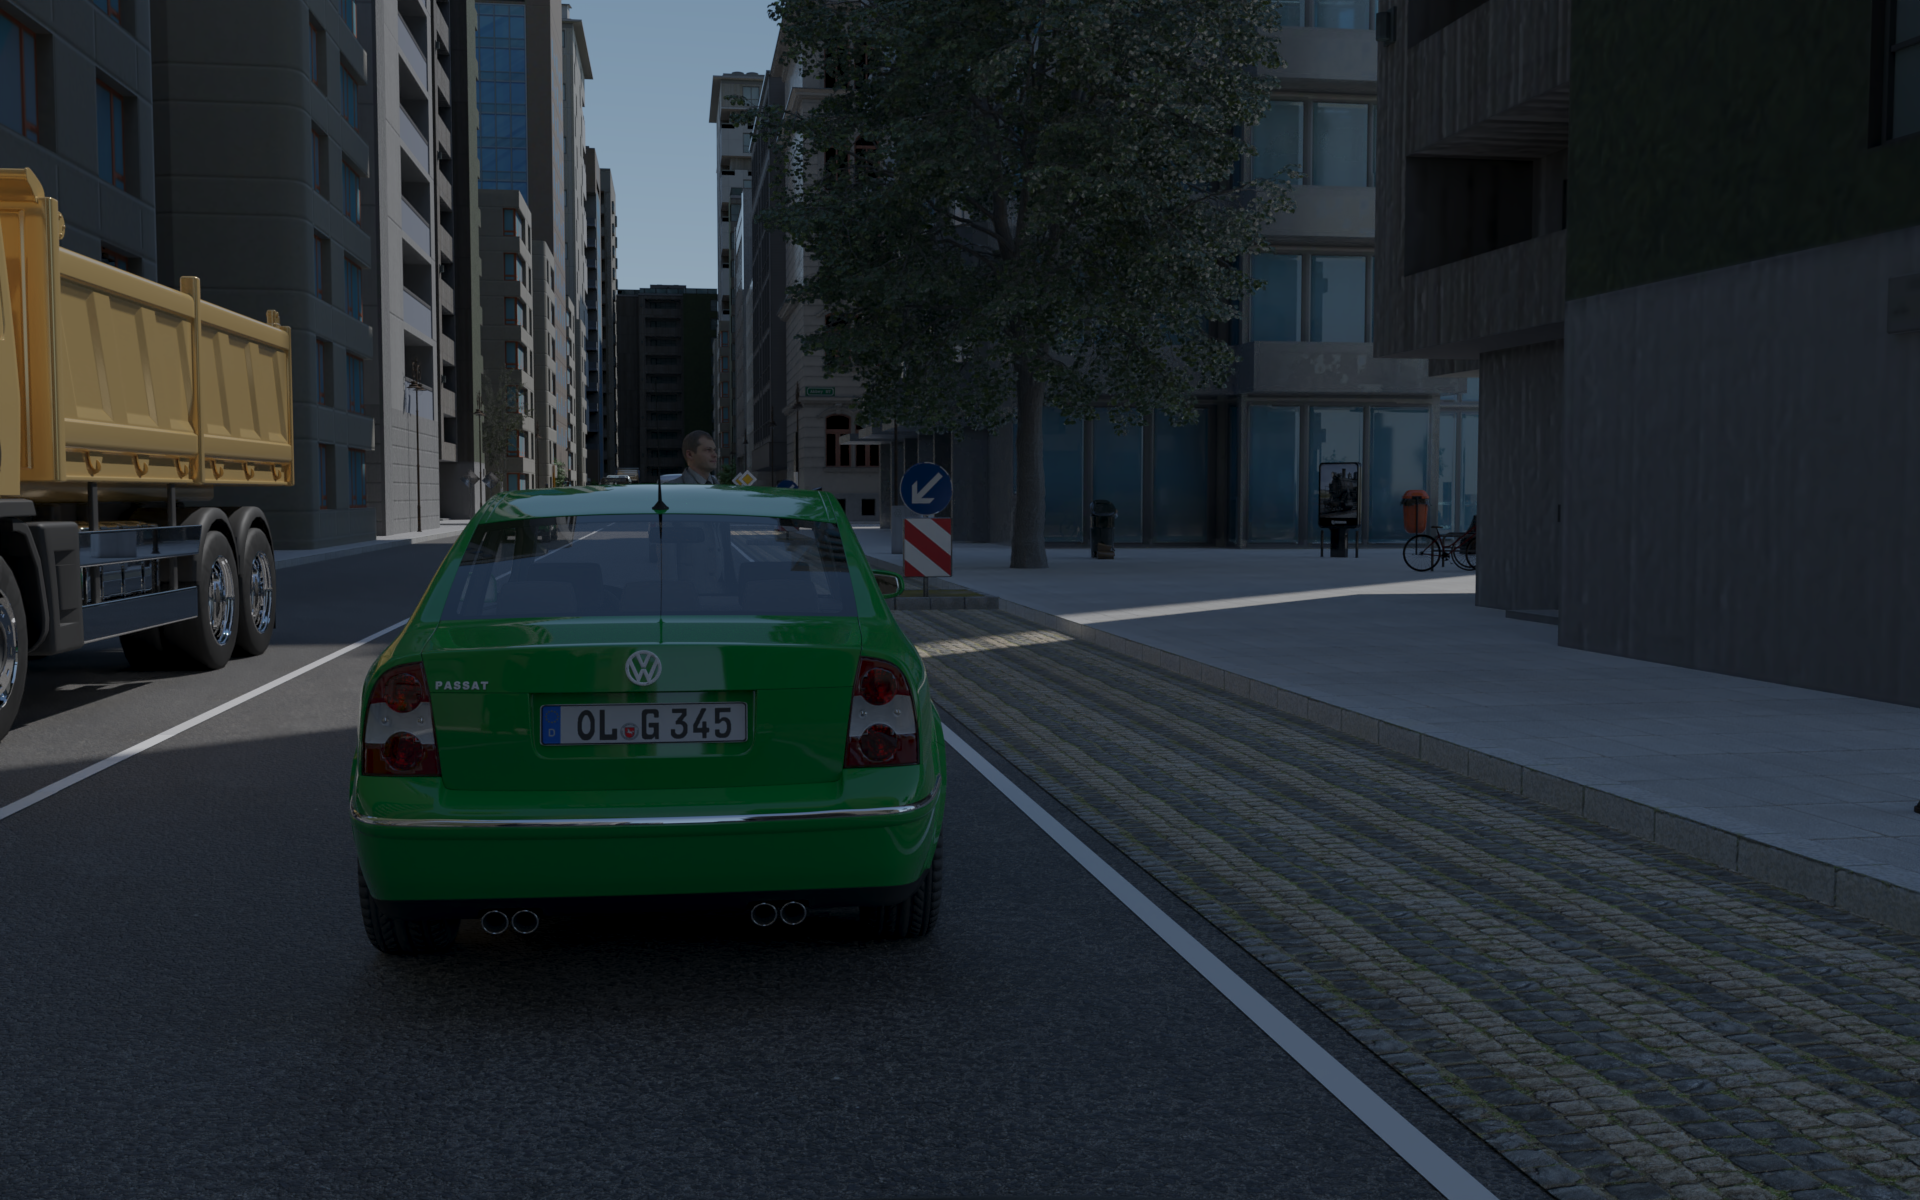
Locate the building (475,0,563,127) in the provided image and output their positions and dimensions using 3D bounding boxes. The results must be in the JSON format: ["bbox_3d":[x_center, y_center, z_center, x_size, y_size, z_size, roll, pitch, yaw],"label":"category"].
[{"bbox_3d":[-39.494,-29.972,140.151,14.600,45.320,14.200,-1,4,-9],"label":"building"}]

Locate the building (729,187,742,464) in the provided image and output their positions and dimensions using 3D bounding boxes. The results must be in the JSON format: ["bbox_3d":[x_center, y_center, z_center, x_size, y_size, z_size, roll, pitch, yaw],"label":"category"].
[{"bbox_3d":[-15.099,-24.139,166.380,14.160,30.474,14.107,-1,4,-9],"label":"building"}]

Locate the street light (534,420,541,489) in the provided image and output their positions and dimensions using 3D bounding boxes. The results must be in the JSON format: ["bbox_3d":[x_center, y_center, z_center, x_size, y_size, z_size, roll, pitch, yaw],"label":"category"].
[{"bbox_3d":[-26.508,-8.321,108.843,0.468,5.910,1.993,-1,4,-9],"label":"street light"}]

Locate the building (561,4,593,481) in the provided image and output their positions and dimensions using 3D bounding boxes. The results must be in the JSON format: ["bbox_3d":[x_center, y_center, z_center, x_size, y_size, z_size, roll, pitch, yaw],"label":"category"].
[{"bbox_3d":[-55.167,-36.758,190.230,28.713,52.752,27.495,-1,4,-9],"label":"building"}]

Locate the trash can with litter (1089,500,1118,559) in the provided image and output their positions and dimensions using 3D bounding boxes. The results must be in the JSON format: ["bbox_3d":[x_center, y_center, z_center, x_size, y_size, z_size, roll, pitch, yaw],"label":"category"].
[{"bbox_3d":[2.913,-1.409,34.422,0.624,1.170,1.055,0,4,-5],"label":"trash can with litter"}]

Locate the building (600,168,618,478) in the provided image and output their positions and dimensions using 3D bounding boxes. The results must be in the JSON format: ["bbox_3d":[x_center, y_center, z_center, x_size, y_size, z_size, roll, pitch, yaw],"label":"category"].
[{"bbox_3d":[-59.105,-37.874,242.945,21.600,48.544,21.300,-1,4,-9],"label":"building"}]

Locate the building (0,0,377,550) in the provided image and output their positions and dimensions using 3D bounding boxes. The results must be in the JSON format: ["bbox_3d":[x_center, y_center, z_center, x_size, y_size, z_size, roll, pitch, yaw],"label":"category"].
[{"bbox_3d":[-27.627,-11.394,31.336,27.650,21.520,28.899,-1,4,-9],"label":"building"}]

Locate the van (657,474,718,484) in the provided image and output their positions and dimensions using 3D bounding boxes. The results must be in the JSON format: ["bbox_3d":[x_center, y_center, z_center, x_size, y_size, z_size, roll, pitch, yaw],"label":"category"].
[{"bbox_3d":[-5.903,-1.878,37.718,2.013,2.044,4.112,-1,4,-8],"label":"van"}]

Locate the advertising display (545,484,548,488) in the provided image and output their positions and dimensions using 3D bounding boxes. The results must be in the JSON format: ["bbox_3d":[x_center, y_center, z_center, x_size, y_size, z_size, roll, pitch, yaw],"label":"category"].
[{"bbox_3d":[-26.053,-6.358,109.171,0.123,1.923,0.974,-1,4,-18],"label":"advertising display"}]

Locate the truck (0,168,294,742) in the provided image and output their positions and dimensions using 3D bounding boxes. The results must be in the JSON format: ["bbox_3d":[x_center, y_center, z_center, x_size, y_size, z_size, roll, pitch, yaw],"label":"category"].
[{"bbox_3d":[-6.944,-0.959,11.602,3.469,3.379,9.791,0,4,-8],"label":"truck"}]

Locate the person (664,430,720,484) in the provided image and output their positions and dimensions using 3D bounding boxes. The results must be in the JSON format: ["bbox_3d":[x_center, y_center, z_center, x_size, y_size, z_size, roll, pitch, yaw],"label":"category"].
[{"bbox_3d":[-1.551,-0.109,10.376,0.767,1.812,0.694,2,4,29],"label":"person"}]

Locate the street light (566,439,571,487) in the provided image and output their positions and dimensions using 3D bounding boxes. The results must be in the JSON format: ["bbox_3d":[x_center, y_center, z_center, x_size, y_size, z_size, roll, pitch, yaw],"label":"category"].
[{"bbox_3d":[-31.816,-10.274,140.774,0.468,5.910,1.993,-1,4,-9],"label":"street light"}]

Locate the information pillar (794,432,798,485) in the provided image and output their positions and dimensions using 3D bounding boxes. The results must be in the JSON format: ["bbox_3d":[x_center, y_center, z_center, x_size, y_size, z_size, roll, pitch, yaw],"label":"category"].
[{"bbox_3d":[-6.175,-4.517,65.200,0.183,3.616,0.504,-1,4,-15],"label":"information pillar"}]

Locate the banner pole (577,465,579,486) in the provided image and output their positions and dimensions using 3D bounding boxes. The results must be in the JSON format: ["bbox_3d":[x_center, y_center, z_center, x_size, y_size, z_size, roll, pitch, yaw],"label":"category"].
[{"bbox_3d":[-32.533,-9.641,147.650,0.401,3.779,0.863,-1,4,-15],"label":"banner pole"}]

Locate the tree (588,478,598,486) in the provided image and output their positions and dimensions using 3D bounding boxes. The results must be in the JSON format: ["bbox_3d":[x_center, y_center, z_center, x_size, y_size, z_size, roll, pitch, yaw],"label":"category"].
[{"bbox_3d":[-44.556,-13.283,211.780,1.663,3.219,1.824,0,3,0],"label":"tree"}]

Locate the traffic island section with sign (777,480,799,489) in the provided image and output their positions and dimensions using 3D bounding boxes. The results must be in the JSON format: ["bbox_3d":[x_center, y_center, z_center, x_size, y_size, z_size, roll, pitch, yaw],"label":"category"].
[{"bbox_3d":[-5.012,-2.457,48.805,1.989,1.847,2.006,-1,4,-9],"label":"traffic island section with sign"}]

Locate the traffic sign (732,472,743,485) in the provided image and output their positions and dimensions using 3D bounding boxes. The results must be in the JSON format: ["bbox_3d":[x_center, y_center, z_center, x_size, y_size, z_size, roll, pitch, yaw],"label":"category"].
[{"bbox_3d":[-10.019,-4.612,79.052,0.795,2.450,0.064,-1,4,-9],"label":"traffic sign"}]

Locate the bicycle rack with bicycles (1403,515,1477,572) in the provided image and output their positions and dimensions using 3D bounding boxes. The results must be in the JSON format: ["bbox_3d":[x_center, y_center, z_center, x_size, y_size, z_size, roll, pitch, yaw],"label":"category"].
[{"bbox_3d":[9.081,-0.959,29.062,2.925,0.926,2.852,1,4,22],"label":"bicycle rack with bicycles"}]

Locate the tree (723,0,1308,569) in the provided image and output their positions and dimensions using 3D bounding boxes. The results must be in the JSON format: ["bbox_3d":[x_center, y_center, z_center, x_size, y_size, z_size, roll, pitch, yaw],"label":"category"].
[{"bbox_3d":[1.090,-7.527,29.729,9.857,13.997,8.962,0,3,0],"label":"tree"}]

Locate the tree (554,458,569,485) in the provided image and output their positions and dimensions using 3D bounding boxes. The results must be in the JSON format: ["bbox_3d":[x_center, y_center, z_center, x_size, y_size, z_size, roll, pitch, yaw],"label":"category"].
[{"bbox_3d":[-31.618,-9.122,132.864,4.285,4.588,4.351,0,3,0],"label":"tree"}]

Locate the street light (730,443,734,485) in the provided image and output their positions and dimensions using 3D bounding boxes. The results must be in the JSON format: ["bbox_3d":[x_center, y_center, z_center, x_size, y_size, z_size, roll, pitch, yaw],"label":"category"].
[{"bbox_3d":[-20.122,-11.017,152.915,0.468,5.910,1.993,-1,4,-9],"label":"street light"}]

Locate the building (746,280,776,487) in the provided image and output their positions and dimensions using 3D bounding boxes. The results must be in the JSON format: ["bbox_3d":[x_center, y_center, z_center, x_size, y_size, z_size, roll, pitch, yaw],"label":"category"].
[{"bbox_3d":[-9.994,-16.606,126.261,10.420,20.320,16.860,-1,4,-9],"label":"building"}]

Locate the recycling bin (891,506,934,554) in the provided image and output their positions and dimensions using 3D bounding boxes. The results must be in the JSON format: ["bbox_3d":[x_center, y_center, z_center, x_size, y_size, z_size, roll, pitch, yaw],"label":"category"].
[{"bbox_3d":[-1.019,-1.509,37.231,0.722,1.027,0.722,1,4,22],"label":"recycling bin"}]

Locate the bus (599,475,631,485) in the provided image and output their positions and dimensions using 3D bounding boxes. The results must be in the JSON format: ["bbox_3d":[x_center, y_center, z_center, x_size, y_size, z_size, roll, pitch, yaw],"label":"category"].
[{"bbox_3d":[-32.842,-10.452,165.745,2.948,3.499,13.247,-1,4,-10],"label":"bus"}]

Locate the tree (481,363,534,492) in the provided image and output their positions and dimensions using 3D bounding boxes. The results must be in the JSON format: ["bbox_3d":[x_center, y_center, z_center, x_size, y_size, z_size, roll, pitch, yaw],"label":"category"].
[{"bbox_3d":[-25.810,-8.934,96.438,4.360,8.622,3.978,0,3,0],"label":"tree"}]

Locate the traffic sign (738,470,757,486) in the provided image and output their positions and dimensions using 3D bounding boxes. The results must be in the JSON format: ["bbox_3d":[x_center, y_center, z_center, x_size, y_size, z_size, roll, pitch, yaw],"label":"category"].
[{"bbox_3d":[-8.724,-4.130,71.172,0.795,2.450,0.064,-1,4,-9],"label":"traffic sign"}]

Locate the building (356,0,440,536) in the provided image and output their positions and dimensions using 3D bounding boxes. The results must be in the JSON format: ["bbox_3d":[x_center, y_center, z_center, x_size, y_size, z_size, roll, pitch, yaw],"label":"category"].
[{"bbox_3d":[-32.804,-31.509,57.178,28.212,58.520,21.231,-1,4,-9],"label":"building"}]

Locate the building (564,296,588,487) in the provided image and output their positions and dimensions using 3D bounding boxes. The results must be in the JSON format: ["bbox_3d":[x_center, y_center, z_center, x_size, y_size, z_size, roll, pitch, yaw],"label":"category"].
[{"bbox_3d":[-50.114,-19.477,163.490,27.650,21.520,28.899,-1,4,-9],"label":"building"}]

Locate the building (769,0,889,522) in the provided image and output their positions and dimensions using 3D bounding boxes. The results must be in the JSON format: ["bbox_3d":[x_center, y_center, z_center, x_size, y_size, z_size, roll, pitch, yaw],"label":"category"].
[{"bbox_3d":[2.699,-18.328,87.057,23.554,28.519,14.401,-1,4,-9],"label":"building"}]

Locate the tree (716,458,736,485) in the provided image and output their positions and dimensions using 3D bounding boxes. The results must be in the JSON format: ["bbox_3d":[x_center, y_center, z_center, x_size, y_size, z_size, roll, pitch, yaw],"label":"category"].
[{"bbox_3d":[-20.364,-10.558,156.343,4.285,4.588,4.351,0,3,0],"label":"tree"}]

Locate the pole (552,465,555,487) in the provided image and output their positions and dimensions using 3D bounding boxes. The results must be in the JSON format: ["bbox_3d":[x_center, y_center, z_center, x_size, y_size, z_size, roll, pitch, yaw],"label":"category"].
[{"bbox_3d":[-28.697,-7.861,122.373,0.158,3.312,0.155,0,3,0],"label":"pole"}]

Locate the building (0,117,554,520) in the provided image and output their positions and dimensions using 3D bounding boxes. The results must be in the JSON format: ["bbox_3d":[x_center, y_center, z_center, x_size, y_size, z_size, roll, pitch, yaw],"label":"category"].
[{"bbox_3d":[-41.008,-16.251,110.741,27.650,21.520,28.899,-1,4,-9],"label":"building"}]

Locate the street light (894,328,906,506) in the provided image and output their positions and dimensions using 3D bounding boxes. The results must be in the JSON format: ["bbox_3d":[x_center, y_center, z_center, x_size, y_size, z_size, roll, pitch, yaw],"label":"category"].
[{"bbox_3d":[-1.451,-4.064,39.227,0.468,5.910,1.993,-1,4,-9],"label":"street light"}]

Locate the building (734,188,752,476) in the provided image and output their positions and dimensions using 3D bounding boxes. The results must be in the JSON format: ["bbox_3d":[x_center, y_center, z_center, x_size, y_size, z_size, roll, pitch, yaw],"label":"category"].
[{"bbox_3d":[-12.373,-19.976,144.637,12.078,24.808,19.932,-1,4,-9],"label":"building"}]

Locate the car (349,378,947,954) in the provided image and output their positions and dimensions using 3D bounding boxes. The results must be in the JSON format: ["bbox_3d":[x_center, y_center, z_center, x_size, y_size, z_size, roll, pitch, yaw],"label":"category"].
[{"bbox_3d":[-1.132,0.119,6.850,1.959,1.807,4.718,0,4,-7],"label":"car"}]

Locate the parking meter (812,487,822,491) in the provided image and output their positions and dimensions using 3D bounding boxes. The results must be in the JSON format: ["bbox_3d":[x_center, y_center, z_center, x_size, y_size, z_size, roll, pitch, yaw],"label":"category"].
[{"bbox_3d":[-5.018,-3.202,60.758,0.372,1.533,0.369,0,3,0],"label":"parking meter"}]

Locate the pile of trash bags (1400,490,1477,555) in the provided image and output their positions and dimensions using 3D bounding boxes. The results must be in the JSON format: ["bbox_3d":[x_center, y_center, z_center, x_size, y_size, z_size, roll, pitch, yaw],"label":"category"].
[{"bbox_3d":[11.038,-1.636,36.496,3.447,1.369,1.912,0,4,8],"label":"pile of trash bags"}]

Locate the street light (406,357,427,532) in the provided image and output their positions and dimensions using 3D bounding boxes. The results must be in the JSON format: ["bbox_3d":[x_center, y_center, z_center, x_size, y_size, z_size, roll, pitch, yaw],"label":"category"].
[{"bbox_3d":[-18.288,-5.237,58.415,0.468,5.910,1.993,-1,4,-9],"label":"street light"}]

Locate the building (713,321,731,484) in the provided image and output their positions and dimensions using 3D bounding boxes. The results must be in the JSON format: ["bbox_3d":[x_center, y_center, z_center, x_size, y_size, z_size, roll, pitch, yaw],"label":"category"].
[{"bbox_3d":[-12.664,-21.045,189.131,27.650,21.520,28.899,-1,4,-9],"label":"building"}]

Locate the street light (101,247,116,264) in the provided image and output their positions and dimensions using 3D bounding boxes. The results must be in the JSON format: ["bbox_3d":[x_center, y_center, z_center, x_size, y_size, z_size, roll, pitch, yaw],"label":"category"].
[{"bbox_3d":[-13.124,-3.314,26.965,0.468,5.910,1.993,-1,4,-9],"label":"street light"}]

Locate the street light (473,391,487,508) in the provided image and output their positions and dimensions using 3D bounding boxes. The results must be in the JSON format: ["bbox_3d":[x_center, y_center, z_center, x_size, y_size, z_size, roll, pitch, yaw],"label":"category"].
[{"bbox_3d":[-21.431,-6.397,77.378,0.468,5.910,1.993,-1,4,-9],"label":"street light"}]

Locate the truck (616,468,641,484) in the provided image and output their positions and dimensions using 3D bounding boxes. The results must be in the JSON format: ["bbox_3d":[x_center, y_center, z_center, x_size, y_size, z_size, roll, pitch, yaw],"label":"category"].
[{"bbox_3d":[-35.960,-12.157,187.674,2.839,4.237,11.283,-1,4,-10],"label":"truck"}]

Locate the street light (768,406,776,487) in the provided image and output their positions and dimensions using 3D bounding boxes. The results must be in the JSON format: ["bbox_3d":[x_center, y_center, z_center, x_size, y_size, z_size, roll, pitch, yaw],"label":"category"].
[{"bbox_3d":[-9.713,-7.152,89.726,0.468,5.910,1.993,-1,4,-9],"label":"street light"}]

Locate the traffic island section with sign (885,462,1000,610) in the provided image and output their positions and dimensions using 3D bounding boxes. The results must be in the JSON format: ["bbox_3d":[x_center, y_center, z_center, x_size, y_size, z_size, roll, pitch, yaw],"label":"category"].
[{"bbox_3d":[-0.641,-0.830,22.205,1.989,1.847,2.006,-1,4,-9],"label":"traffic island section with sign"}]

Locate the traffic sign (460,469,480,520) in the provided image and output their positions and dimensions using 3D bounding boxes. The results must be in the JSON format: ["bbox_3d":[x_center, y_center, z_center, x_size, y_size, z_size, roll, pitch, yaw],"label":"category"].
[{"bbox_3d":[-19.626,-4.022,69.407,0.795,2.450,0.064,-1,4,-9],"label":"traffic sign"}]

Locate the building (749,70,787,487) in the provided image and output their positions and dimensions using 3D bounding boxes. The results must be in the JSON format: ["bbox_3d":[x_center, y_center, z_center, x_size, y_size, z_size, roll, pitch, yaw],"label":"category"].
[{"bbox_3d":[-5.126,-19.085,105.554,14.314,27.812,24.014,-1,4,-9],"label":"building"}]

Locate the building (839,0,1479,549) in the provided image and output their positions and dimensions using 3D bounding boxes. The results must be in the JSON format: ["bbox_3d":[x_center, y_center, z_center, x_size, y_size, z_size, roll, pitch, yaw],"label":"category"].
[{"bbox_3d":[8.828,-26.527,53.322,23.786,49.044,30.456,-1,4,-9],"label":"building"}]

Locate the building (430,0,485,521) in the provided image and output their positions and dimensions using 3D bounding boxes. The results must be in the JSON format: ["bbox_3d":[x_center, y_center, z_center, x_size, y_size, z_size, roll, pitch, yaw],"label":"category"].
[{"bbox_3d":[-30.777,-18.997,82.302,14.160,30.474,14.107,-1,4,-9],"label":"building"}]

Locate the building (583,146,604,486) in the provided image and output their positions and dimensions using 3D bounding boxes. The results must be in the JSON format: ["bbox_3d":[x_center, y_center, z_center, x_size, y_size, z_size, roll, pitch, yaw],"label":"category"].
[{"bbox_3d":[-52.579,-34.726,217.881,14.200,45.320,14.600,-1,4,-9],"label":"building"}]

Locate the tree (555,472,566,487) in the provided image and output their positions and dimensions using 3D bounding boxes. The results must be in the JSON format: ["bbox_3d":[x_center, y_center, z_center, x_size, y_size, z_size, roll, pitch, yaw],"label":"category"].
[{"bbox_3d":[-30.409,-8.219,128.984,1.663,3.219,1.824,0,3,0],"label":"tree"}]

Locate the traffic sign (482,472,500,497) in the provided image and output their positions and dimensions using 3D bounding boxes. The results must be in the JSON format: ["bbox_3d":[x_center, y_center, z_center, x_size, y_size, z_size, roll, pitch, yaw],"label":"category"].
[{"bbox_3d":[-20.921,-4.504,77.287,0.795,2.450,0.064,-1,4,-9],"label":"traffic sign"}]

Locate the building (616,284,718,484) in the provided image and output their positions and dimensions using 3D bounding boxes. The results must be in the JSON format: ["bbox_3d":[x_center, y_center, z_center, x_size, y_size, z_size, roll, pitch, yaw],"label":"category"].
[{"bbox_3d":[-40.781,-28.770,242.088,14.107,30.474,14.160,-1,4,-9],"label":"building"}]

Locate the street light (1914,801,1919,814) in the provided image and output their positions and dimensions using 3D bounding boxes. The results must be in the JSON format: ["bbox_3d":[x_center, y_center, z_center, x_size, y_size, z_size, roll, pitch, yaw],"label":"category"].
[{"bbox_3d":[3.935,-2.079,6.780,0.468,5.910,1.993,-1,4,-9],"label":"street light"}]

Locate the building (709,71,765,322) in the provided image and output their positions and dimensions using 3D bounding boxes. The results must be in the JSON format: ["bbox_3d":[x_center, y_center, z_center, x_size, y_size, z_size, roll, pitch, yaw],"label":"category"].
[{"bbox_3d":[-16.418,-38.355,216.337,28.713,52.752,27.495,-1,4,-9],"label":"building"}]

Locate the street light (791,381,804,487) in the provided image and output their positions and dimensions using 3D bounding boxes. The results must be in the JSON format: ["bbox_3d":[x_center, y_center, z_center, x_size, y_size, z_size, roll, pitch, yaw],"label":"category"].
[{"bbox_3d":[-6.659,-6.013,71.106,0.468,5.910,1.993,-1,4,-9],"label":"street light"}]

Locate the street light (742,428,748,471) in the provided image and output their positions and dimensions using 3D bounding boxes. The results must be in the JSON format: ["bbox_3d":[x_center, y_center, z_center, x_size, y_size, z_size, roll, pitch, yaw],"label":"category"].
[{"bbox_3d":[-14.986,-9.075,121.159,0.468,5.910,1.993,-1,4,-9],"label":"street light"}]

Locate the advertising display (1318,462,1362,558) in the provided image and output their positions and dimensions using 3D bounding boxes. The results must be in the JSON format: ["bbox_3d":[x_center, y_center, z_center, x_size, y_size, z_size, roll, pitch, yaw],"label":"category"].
[{"bbox_3d":[7.684,-1.825,35.053,0.123,1.923,0.974,-3,5,-42],"label":"advertising display"}]

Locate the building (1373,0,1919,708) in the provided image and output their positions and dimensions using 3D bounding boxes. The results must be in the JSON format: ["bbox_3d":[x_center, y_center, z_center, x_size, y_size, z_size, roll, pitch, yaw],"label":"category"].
[{"bbox_3d":[11.632,-14.996,16.893,14.160,30.474,14.107,-1,4,-9],"label":"building"}]
